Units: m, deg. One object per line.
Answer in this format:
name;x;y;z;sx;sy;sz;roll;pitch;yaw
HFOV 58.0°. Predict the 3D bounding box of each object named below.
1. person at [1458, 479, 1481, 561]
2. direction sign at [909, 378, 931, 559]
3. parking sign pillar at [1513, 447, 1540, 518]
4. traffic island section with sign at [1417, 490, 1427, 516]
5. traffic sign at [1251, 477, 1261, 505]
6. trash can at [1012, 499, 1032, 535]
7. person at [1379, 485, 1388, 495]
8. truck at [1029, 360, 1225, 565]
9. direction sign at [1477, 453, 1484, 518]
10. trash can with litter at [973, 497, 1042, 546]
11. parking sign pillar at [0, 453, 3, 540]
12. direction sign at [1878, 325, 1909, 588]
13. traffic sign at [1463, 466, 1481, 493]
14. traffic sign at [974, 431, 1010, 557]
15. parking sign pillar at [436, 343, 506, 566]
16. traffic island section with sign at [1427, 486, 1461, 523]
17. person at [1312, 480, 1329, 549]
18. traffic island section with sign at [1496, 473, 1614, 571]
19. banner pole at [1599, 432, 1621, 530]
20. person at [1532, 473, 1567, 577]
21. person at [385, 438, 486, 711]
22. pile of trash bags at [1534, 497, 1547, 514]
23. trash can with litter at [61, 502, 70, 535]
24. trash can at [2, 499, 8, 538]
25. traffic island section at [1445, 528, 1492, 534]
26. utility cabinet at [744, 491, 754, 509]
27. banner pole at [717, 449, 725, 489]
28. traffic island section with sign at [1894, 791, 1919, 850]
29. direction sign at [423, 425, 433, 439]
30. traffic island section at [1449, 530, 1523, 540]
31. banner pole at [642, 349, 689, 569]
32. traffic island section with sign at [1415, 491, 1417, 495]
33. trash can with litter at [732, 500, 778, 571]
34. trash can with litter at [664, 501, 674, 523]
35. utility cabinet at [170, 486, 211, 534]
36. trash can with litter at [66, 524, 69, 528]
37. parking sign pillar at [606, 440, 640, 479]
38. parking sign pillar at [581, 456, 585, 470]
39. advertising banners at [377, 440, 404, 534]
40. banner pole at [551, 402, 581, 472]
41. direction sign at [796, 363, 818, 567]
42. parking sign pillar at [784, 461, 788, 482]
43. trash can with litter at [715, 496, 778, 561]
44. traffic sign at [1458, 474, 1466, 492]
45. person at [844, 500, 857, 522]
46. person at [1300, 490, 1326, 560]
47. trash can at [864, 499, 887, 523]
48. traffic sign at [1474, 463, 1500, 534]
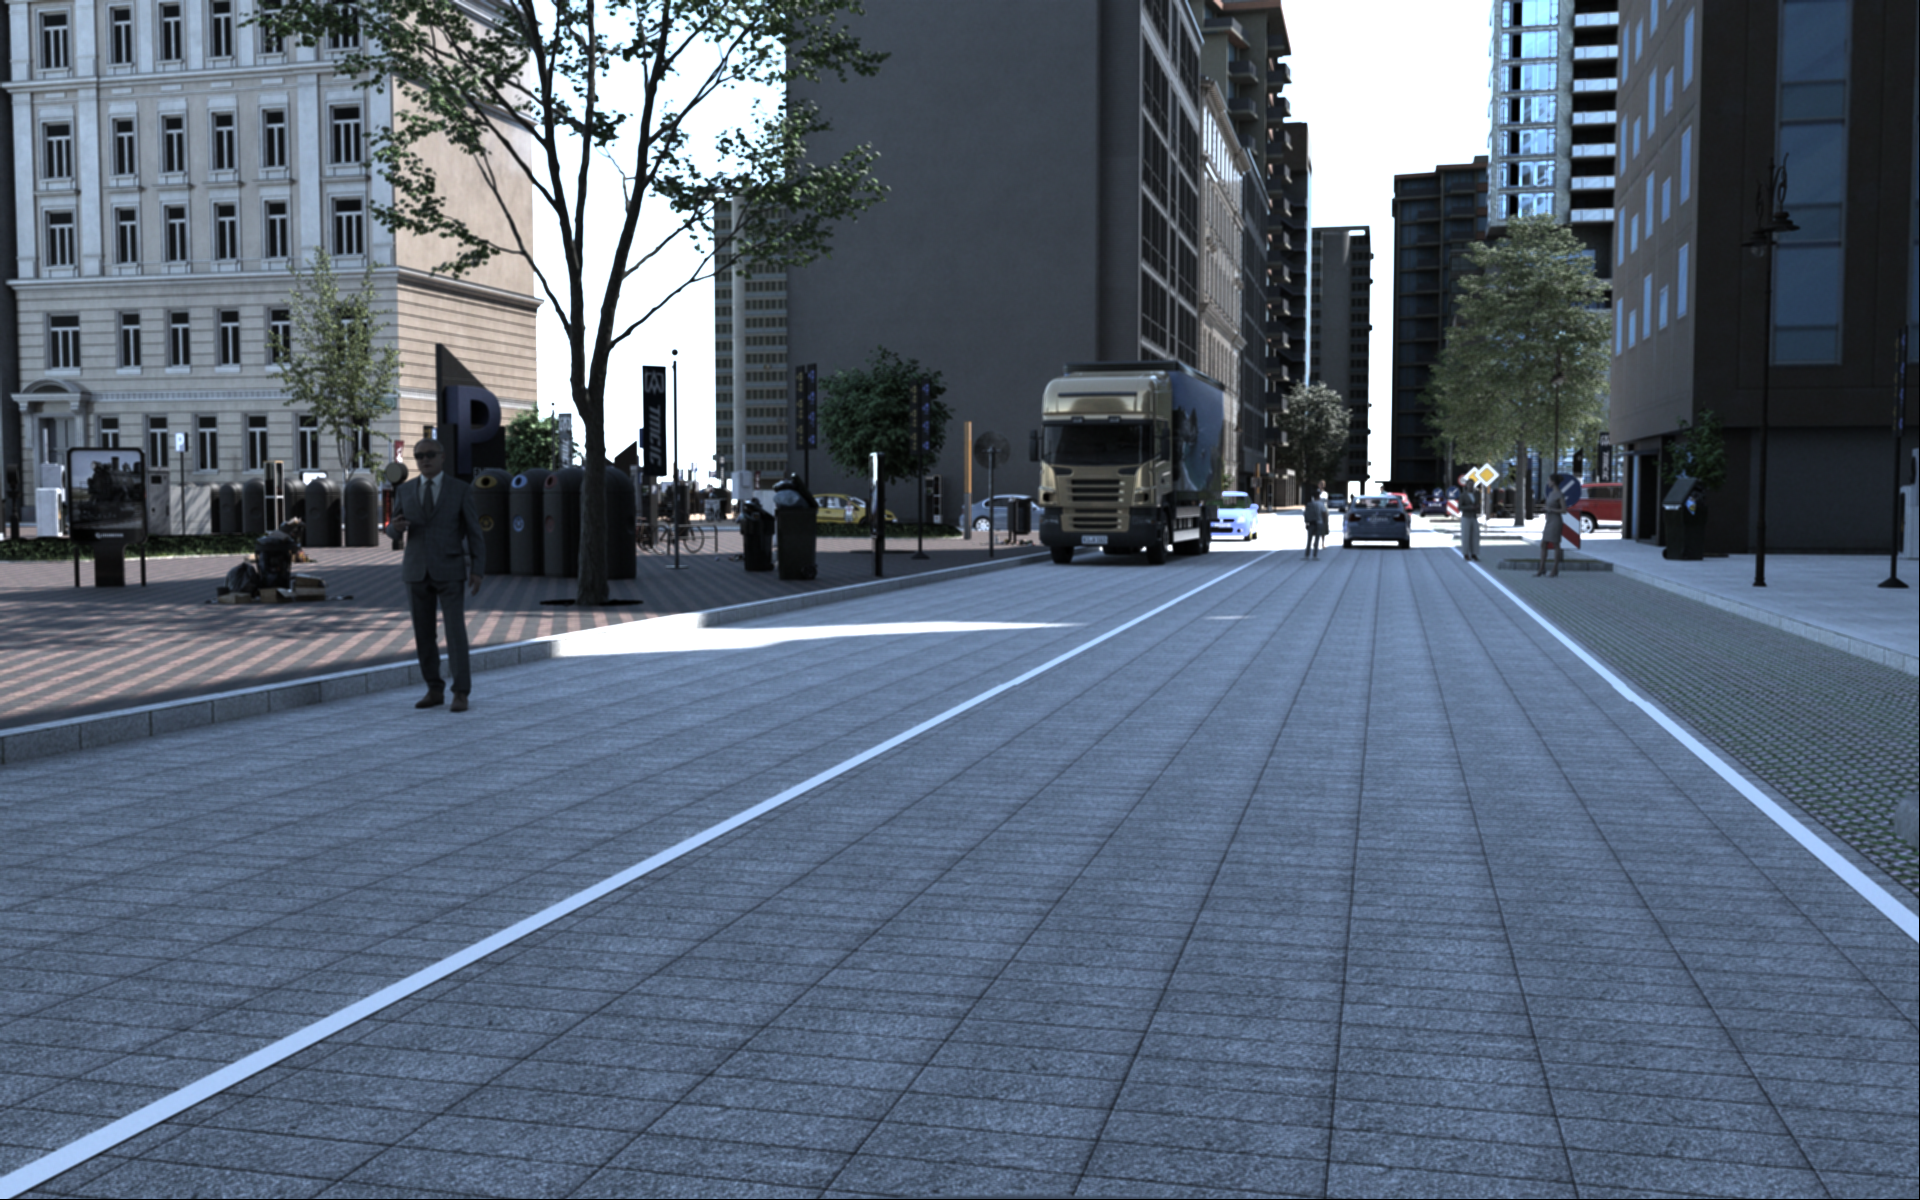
person;10.855;-1.699;36.831;0.519;1.759;0.362;-1;4;-21
direction sign;-0.789;-2.582;34.220;0.379;3.537;0.876;-2;4;-28
parking sign pillar;29.939;-6.301;91.500;1.447;3.967;1.447;1;4;17
traffic island section with sign;31.164;-6.410;113.434;1.989;1.847;2.006;1;4;14
traffic sign;17.903;-6.282;104.847;0.606;2.300;0.079;2;4;23
trash can;1.942;-2.639;54.803;0.748;1.137;0.748;0;3;0
person;19.117;-4.248;77.976;0.620;1.820;0.660;-2;4;-28
truck;3.990;-3.050;38.779;2.839;4.237;11.283;1;4;16
direction sign;28.186;-6.235;93.941;0.379;3.537;0.876;0;4;-5
trash can with litter;1.324;-2.013;43.963;1.678;1.210;2.233;-1;4;-12
parking sign pillar;-20.383;-2.903;35.944;1.447;3.967;1.447;-1;4;-8
direction sign;12.820;-1.938;23.689;0.379;3.537;0.876;1;4;20
traffic sign;18.633;-3.617;62.774;0.795;2.450;0.064;1;4;14
traffic sign;0.637;-2.141;35.117;0.768;2.556;0.104;1;4;15
parking sign pillar;-8.889;-2.635;31.554;1.447;3.967;1.447;2;4;29
traffic island section with sign;24.701;-4.809;87.262;1.989;1.847;2.006;1;4;14
person;9.463;-2.255;45.588;0.478;1.798;0.641;0;4;-4
traffic island section with sign;11.307;-1.492;33.024;1.989;1.847;2.006;1;4;14
banner pole;23.126;-4.381;61.642;0.863;3.779;0.401;0;4;-3
person;10.099;-1.272;29.634;0.374;1.781;0.599;-1;4;-10
person;-3.507;-0.174;11.516;0.661;1.801;0.590;0;4;-2
pile of trash bags;37.019;-6.278;112.397;1.912;1.369;3.447;0;4;-5
trash can with litter;-28.066;-2.619;54.202;0.624;1.170;1.055;2;4;27
trash can;-27.121;-2.258;48.578;0.748;1.137;0.748;0;3;0
traffic island section;18.658;-2.481;62.845;2.009;0.180;2.903;1;4;14
utility cabinet;-16.670;-7.848;136.993;1.173;1.500;0.318;1;4;23
banner pole;-13.254;-6.481;95.977;0.401;3.779;0.863;2;4;25
traffic island section with sign;4.789;0.125;6.578;1.989;1.847;2.006;1;4;14
direction sign;-17.322;-3.995;57.323;0.379;3.537;0.876;3;5;44
traffic island section;16.743;-2.007;55.092;2.009;0.180;2.903;1;4;14
banner pole;-5.090;-2.431;29.757;0.863;3.779;0.401;-3;4;-37
traffic island section with sign;43.074;-9.359;161.640;1.989;1.847;2.006;1;4;14
trash can with litter;-3.183;-1.082;29.073;1.055;1.170;0.624;-2;4;-27
trash can with litter;-12.663;-3.993;76.670;1.055;1.170;0.624;2;4;31
utility cabinet;-22.503;-2.559;50.516;0.318;1.500;1.173;3;5;43
trash can with litter;-33.285;-3.357;65.947;2.233;1.210;1.678;-2;4;-24
parking sign pillar;-16.575;-5.984;86.315;1.447;3.967;1.447;1;4;20
parking sign pillar;-26.033;-8.042;119.953;1.447;3.967;1.447;-3;4;-36
advertising banners;-18.475;-3.644;55.774;0.090;3.025;2.074;1;4;16
banner pole;-10.803;-3.479;46.896;0.863;3.779;0.401;2;4;24
direction sign;-2.700;-2.352;30.451;0.379;3.537;0.876;-2;4;-28
parking sign pillar;-9.314;-6.688;97.824;1.447;3.967;1.447;-3;5;-44
trash can with litter;-3.941;-1.380;33.626;1.678;1.210;2.233;-1;4;-17
traffic sign;32.425;-6.813;111.497;0.768;2.556;0.104;1;4;18
person;-3.966;-2.989;62.389;0.505;1.210;0.382;-1;4;-9
person;7.662;-1.620;37.581;0.503;1.515;0.523;-1;4;-13
trash can;-2.607;-2.545;53.257;0.748;1.137;0.748;0;3;0
traffic sign;16.718;-3.142;55.021;0.795;2.450;0.064;1;4;14
